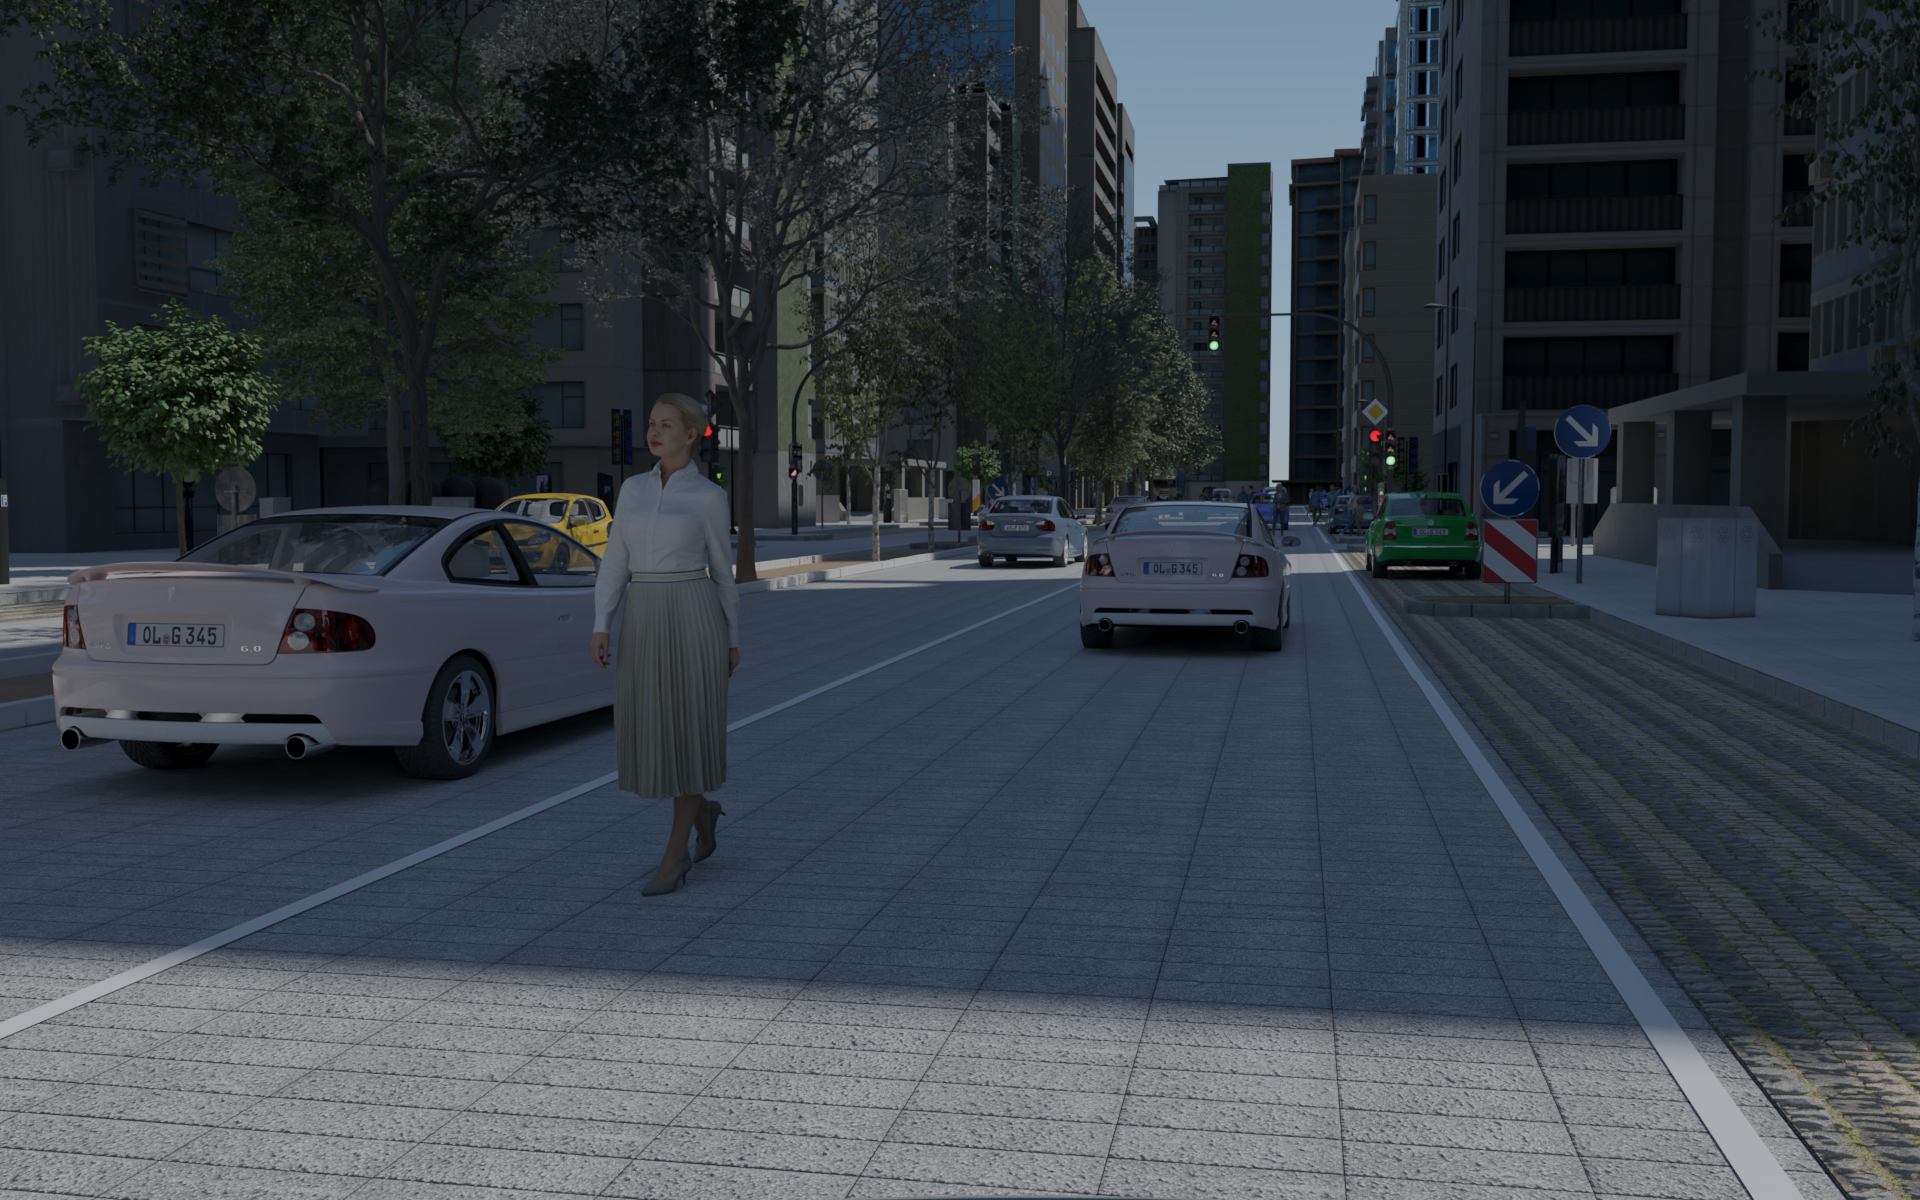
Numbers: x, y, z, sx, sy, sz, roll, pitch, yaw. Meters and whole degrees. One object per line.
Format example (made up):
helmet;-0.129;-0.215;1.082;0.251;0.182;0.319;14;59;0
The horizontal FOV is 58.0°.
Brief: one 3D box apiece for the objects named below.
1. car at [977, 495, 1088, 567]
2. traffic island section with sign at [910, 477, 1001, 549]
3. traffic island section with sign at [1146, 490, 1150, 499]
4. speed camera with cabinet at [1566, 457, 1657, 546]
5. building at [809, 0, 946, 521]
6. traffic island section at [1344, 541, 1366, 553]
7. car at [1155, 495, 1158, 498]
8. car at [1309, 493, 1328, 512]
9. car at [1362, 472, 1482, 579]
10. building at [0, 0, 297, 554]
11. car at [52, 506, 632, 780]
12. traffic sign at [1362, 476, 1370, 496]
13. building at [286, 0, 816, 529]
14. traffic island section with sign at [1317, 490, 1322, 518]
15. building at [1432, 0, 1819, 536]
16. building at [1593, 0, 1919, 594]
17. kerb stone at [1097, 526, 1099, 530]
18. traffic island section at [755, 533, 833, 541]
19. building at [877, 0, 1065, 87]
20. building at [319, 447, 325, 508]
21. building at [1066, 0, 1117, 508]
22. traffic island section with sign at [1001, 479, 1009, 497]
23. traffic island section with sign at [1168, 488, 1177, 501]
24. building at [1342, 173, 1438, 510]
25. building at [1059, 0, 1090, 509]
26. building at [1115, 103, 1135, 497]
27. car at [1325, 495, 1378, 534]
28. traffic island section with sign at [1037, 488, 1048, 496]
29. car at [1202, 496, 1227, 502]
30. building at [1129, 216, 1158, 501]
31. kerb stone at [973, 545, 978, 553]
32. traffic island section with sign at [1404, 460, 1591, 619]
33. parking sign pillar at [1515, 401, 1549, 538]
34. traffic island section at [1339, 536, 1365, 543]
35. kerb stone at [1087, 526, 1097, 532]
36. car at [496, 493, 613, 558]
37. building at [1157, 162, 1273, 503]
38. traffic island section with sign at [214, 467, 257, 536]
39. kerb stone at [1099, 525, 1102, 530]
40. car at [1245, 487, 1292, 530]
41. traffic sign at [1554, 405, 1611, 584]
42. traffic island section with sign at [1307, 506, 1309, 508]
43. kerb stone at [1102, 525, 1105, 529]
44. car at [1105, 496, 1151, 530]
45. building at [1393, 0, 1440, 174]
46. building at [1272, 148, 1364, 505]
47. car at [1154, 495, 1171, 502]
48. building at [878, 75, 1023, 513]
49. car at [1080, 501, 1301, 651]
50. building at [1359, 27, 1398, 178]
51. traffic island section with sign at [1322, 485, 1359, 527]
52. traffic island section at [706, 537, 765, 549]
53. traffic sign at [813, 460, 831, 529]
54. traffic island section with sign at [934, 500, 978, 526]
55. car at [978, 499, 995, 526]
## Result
car;1.505;-1.421;35.235;2.014;1.417;4.499;1;4;12
traffic island section with sign;-0.136;-2.287;45.534;2.006;1.907;1.989;1;4;11
traffic island section with sign;19.513;-10.532;180.826;1.989;1.847;2.006;1;4;11
speed camera with cabinet;15.838;-2.923;42.121;2.038;3.252;0.660;2;4;29
building;-17.615;-24.405;90.905;32.217;40.220;23.993;1;4;11
traffic island section;10.701;-1.280;43.208;2.009;0.180;2.903;1;4;11
car;19.291;-9.296;164.350;2.083;1.381;4.827;1;4;12
car;28.451;-7.750;136.302;1.945;1.707;3.694;1;4;9
car;8.104;-1.326;30.476;1.959;1.807;4.718;1;4;11
building;-23.853;-22.038;43.916;14.086;41.232;14.154;1;4;11
car;-3.078;0.132;10.200;2.083;1.381;4.827;1;4;13
traffic sign;22.320;-5.773;94.497;0.768;2.556;0.104;1;4;19
building;-13.949;-23.186;62.686;14.154;41.232;14.086;1;4;11
traffic island section with sign;22.095;-5.725;102.227;1.989;1.847;2.006;1;4;11
building;27.734;-37.914;58.151;20.611;71.187;20.563;1;4;11
building;27.963;-20.421;25.758;32.217;40.220;23.993;1;4;11
kerb stone;5.261;-2.802;68.078;0.120;0.150;1.000;1;4;11
traffic island section;-5.208;-1.965;54.401;2.009;0.180;2.903;1;4;11
building;0.462;-29.742;136.390;14.600;45.320;14.200;1;4;11
building;-28.328;-25.393;65.294;14.200;45.320;14.600;1;4;11
building;4.167;-33.771;175.862;21.300;48.544;21.600;1;4;11
traffic island section with sign;1.276;-2.732;52.806;2.006;1.907;1.989;1;4;11
traffic island section with sign;15.495;-7.245;126.592;2.006;1.907;1.989;1;4;11
building;37.968;-15.950;105.822;27.650;21.520;28.899;1;4;11
building;0.981;-43.766;153.825;20.563;71.187;20.611;1;4;11
building;11.922;-33.396;196.128;14.200;45.320;14.600;1;4;11
car;14.270;-3.110;62.850;2.014;1.417;4.499;1;4;11
traffic island section with sign;5.022;-5.936;105.685;1.989;1.847;2.006;1;4;11
car;17.204;-6.442;117.912;1.945;1.354;3.894;1;4;9
building;14.868;-32.874;229.373;23.993;40.220;32.217;1;4;11
kerb stone;0.304;-1.232;42.358;0.120;0.150;1.000;1;4;11
traffic island section with sign;6.396;-0.746;20.817;1.989;1.847;2.006;1;4;11
parking sign pillar;16.513;-3.802;50.627;1.447;3.967;1.447;1;4;13
traffic island section;12.213;-1.760;51.049;2.009;0.180;2.903;1;4;11
kerb stone;5.075;-2.745;67.073;0.120;0.150;1.000;1;4;11
car;-7.334;-1.240;30.495;2.015;1.641;3.980;1;4;9
building;31.902;-32.632;217.132;14.086;41.232;14.154;1;4;11
traffic island section with sign;-10.620;-0.974;24.556;1.989;1.847;2.006;1;4;11
kerb stone;5.458;-2.865;69.081;0.120;0.150;1.000;1;4;11
car;12.461;-3.703;70.128;1.945;1.707;3.694;1;4;11
traffic sign;8.884;-1.509;24.774;0.768;2.556;0.104;1;4;19
traffic island section with sign;31.498;-8.706;150.967;1.989;1.847;2.006;1;4;11
kerb stone;5.653;-2.929;70.091;0.120;0.150;1.000;1;4;11
car;6.893;-3.484;69.329;2.083;1.381;4.827;1;4;12
building;46.488;-51.115;148.407;22.319;86.520;31.000;1;4;11
building;54.009;-34.379;216.722;28.867;44.769;22.147;1;4;11
car;18.443;-8.838;157.082;1.945;1.354;3.894;1;4;12
building;-3.556;-21.490;123.069;14.160;30.474;14.107;1;4;11
car;2.333;-0.302;17.297;2.083;1.381;4.827;1;4;12
building;53.042;-34.276;180.018;23.786;49.044;30.456;1;4;11
traffic island section with sign;16.984;-4.106;75.759;1.989;1.847;2.006;1;4;11
traffic island section;-6.720;-1.485;46.560;2.009;0.180;2.903;1;4;11
traffic sign;-5.083;-3.898;63.833;0.768;2.556;0.104;1;4;14
traffic island section with sign;-0.076;-4.317;79.214;1.989;1.847;2.006;1;4;11
car;1.942;-3.569;70.718;2.083;1.381;4.827;1;4;10
